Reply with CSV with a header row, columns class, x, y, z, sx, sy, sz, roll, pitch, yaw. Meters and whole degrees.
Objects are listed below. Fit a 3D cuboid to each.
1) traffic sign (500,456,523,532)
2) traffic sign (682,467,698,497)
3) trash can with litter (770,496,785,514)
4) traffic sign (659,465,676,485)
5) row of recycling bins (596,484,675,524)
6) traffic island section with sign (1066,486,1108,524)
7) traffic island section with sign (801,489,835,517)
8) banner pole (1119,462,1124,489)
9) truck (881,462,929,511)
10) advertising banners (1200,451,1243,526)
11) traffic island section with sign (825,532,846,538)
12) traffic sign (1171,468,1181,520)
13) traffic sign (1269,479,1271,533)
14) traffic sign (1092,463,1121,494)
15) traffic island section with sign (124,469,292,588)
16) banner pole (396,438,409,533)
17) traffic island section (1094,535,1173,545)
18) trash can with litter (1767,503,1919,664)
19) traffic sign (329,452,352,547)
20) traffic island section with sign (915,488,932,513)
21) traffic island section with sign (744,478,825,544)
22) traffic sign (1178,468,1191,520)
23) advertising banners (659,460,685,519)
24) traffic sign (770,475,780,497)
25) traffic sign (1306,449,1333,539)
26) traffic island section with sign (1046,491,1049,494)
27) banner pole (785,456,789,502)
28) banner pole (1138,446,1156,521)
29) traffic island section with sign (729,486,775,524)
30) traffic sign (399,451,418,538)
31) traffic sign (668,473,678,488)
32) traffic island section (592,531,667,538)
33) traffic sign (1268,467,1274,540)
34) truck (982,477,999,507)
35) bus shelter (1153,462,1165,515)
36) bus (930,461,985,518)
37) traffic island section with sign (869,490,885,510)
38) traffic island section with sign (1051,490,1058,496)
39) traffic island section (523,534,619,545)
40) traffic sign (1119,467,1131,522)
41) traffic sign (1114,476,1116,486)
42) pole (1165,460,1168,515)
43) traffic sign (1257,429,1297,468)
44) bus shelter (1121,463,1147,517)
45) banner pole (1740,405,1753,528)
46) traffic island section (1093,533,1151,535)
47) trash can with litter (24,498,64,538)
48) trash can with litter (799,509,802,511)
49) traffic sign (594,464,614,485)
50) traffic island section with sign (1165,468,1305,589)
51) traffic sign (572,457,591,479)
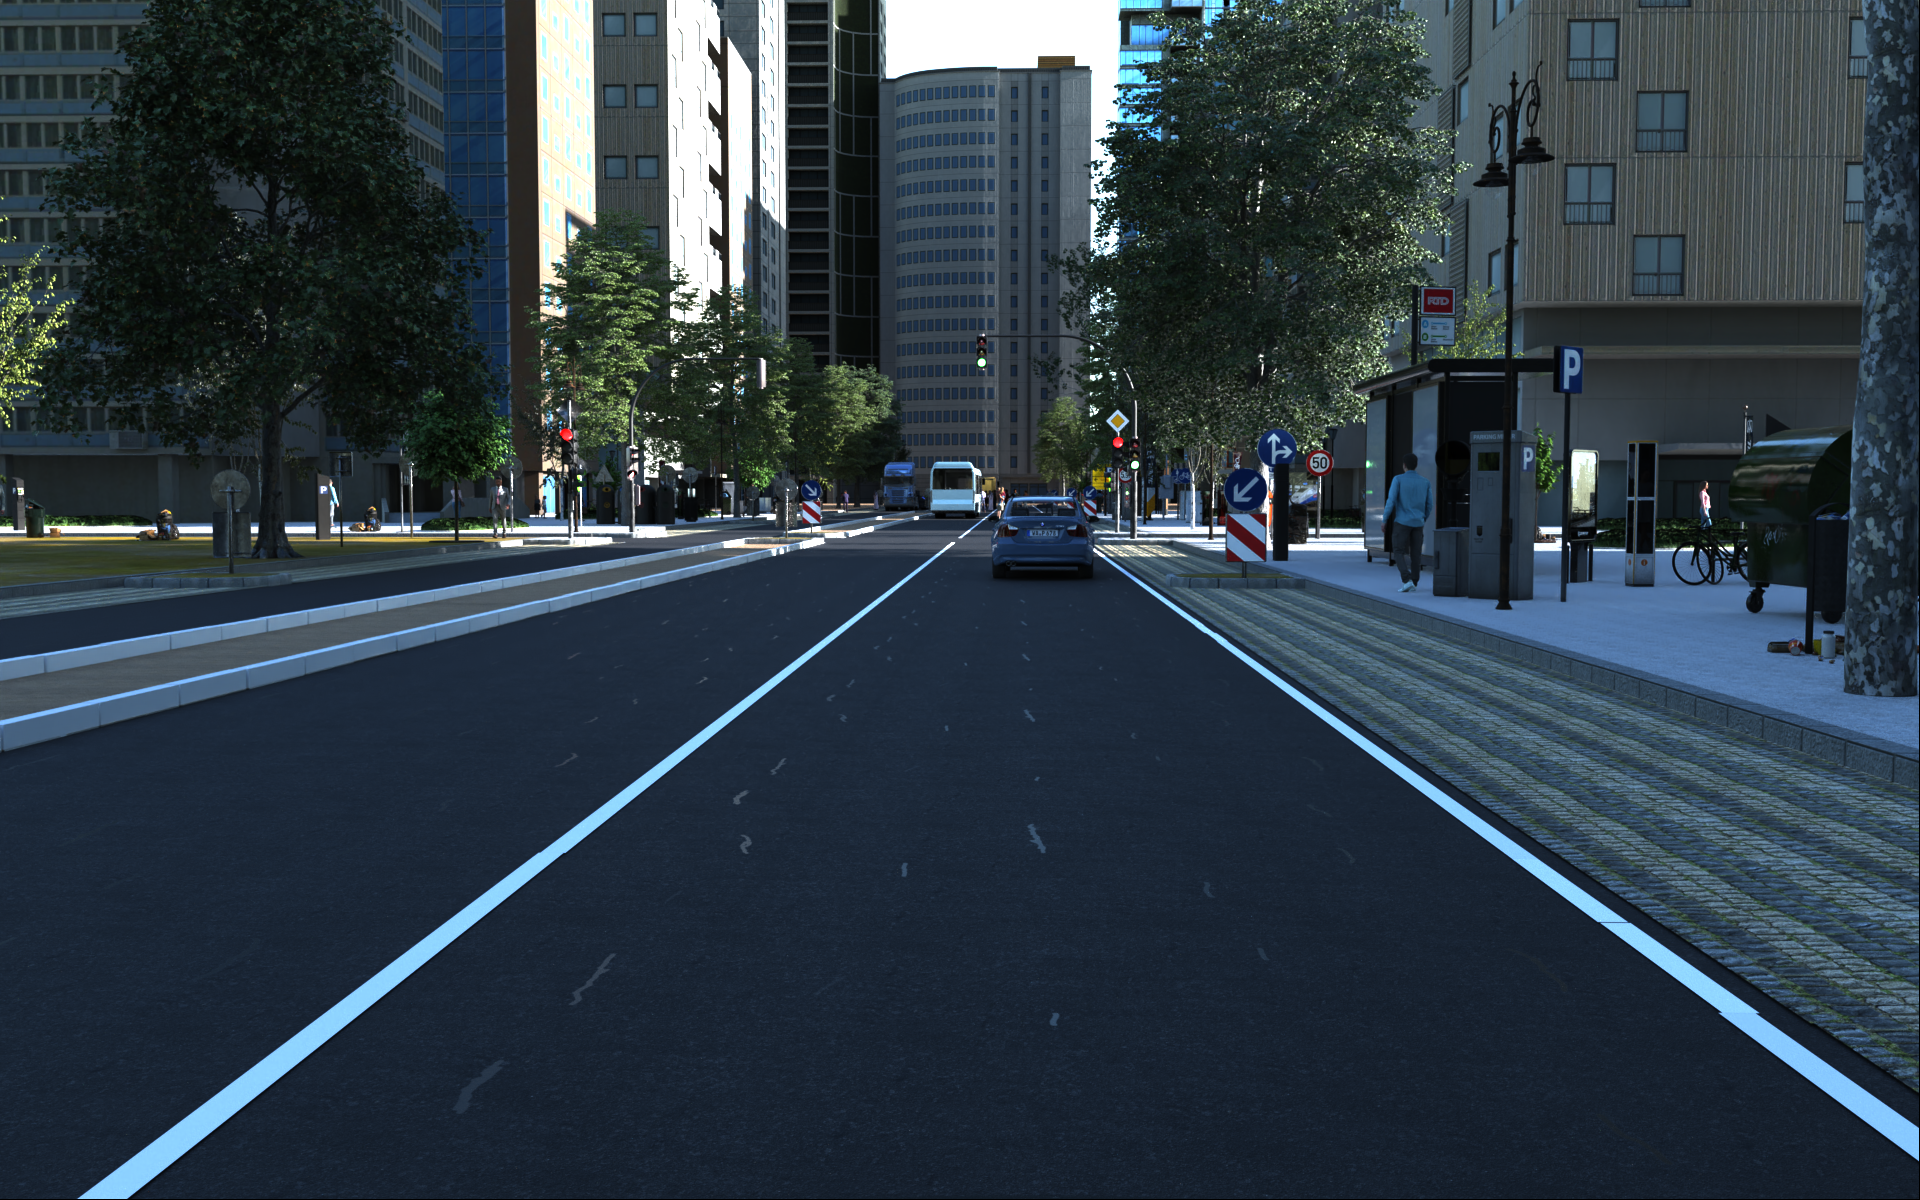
class,x,y,z,sx,sy,sz,roll,pitch,yaw
traffic sign,-15.206,-3.585,58.719,0.768,2.556,0.104,0,4,4
traffic sign,-12.714,-4.984,81.595,0.768,2.556,0.104,1,4,9
trash can with litter,-12.261,-6.306,114.494,0.624,1.170,1.055,-2,4,-32
traffic sign,-12.784,-4.620,75.645,0.768,2.556,0.104,0,4,5
row of recycling bins,-13.816,-4.076,73.763,3.534,1.692,1.069,1,4,11
traffic island section with sign,6.065,-4.530,82.688,1.989,1.847,2.006,0,4,2
traffic island section with sign,-8.981,-6.184,109.737,1.989,1.847,2.006,0,4,2
banner pole,10.248,-7.352,110.216,0.863,3.779,0.401,3,5,42
truck,-4.608,-9.901,151.644,2.967,4.110,18.799,0,4,3
advertising banners,10.653,-4.540,70.415,2.074,3.025,0.090,-2,4,-27
traffic island section with sign,-4.852,-3.018,57.476,2.006,1.907,1.989,0,4,2
traffic sign,10.854,-5.264,86.171,0.768,2.556,0.104,0,4,6
traffic sign,10.305,-3.513,57.543,0.768,2.556,0.104,0,4,4
traffic sign,9.816,-7.351,114.063,2.265,3.308,0.079,0,4,5
traffic island section with sign,-11.679,-1.135,27.190,1.989,1.847,2.006,0,4,2
banner pole,-18.483,-4.134,57.616,0.401,3.779,0.863,-3,5,-44
traffic island section,4.974,-1.665,49.506,2.009,0.180,2.903,0,4,2
trash can with litter,7.448,-0.178,13.961,2.233,1.210,1.678,-1,4,-19
traffic sign,-14.991,-2.435,41.935,0.606,2.300,0.079,1,4,11
traffic island section with sign,-2.411,-7.611,132.575,2.006,1.907,1.989,0,4,2
traffic island section with sign,-5.103,-2.565,50.073,2.006,1.907,1.989,0,4,2
traffic sign,11.001,-5.166,84.567,0.768,2.556,0.104,0,4,3
advertising banners,-14.836,-5.684,89.116,2.074,3.025,0.090,3,5,42
traffic sign,-12.375,-7.062,115.568,0.768,2.556,0.104,1,4,8
traffic sign,10.248,-3.016,49.421,0.768,2.556,0.104,0,4,5
traffic island section with sign,8.557,-9.209,159.188,1.989,1.847,2.006,0,4,2
banner pole,-11.307,-7.540,113.292,0.401,3.779,0.863,1,4,10
banner pole,9.000,-5.698,83.182,0.863,3.779,0.401,0,4,2
traffic island section with sign,-9.875,-4.524,82.600,1.989,1.847,2.006,0,4,2
traffic sign,-16.141,-3.108,50.923,0.768,2.556,0.104,1,4,9
traffic sign,-14.045,-5.037,84.485,0.606,2.300,0.079,0,4,2
traffic island section,-10.998,-2.186,58.020,2.009,0.180,2.903,0,4,2
traffic sign,8.714,-2.827,48.352,0.606,2.300,0.079,0,4,6
truck,2.708,-12.274,196.595,3.469,3.379,9.791,0,4,2
bus shelter,11.891,-7.063,109.401,2.014,3.302,5.546,0,4,2
bus,-0.124,-6.772,105.582,2.948,3.499,13.247,0,4,3
traffic island section with sign,-7.355,-9.253,159.921,1.989,1.847,2.006,0,4,2
traffic island section with sign,6.941,-6.177,109.629,1.989,1.847,2.006,0,4,2
traffic island section,-11.258,-1.698,50.039,2.009,0.180,2.903,0,4,2
traffic sign,7.706,-4.927,80.661,0.768,2.556,0.104,1,4,9
traffic sign,10.096,-6.790,111.120,0.768,2.556,0.104,0,4,5
pole,12.360,-6.726,103.807,0.158,3.312,0.155,0,3,0
traffic sign,6.205,-2.070,33.955,0.768,2.556,0.104,1,4,9
bus shelter,10.128,-6.747,101.602,1.731,3.624,6.357,0,4,2
banner pole,22.078,-3.584,48.624,0.401,3.779,0.863,0,4,4
traffic island section,5.235,-2.153,57.487,2.009,0.180,2.903,0,4,2
trash can with litter,-26.961,-2.421,50.977,1.055,1.170,0.624,-2,4,-24
trash can with litter,-12.477,-7.393,131.936,1.678,1.210,2.233,-1,4,-17
traffic sign,-15.358,-4.571,74.732,0.884,2.594,0.081,0,4,6
traffic island section with sign,4.246,-1.125,27.021,1.989,1.847,2.006,0,4,2
traffic sign,-13.650,-3.827,62.304,0.795,2.593,0.064,1,4,9
